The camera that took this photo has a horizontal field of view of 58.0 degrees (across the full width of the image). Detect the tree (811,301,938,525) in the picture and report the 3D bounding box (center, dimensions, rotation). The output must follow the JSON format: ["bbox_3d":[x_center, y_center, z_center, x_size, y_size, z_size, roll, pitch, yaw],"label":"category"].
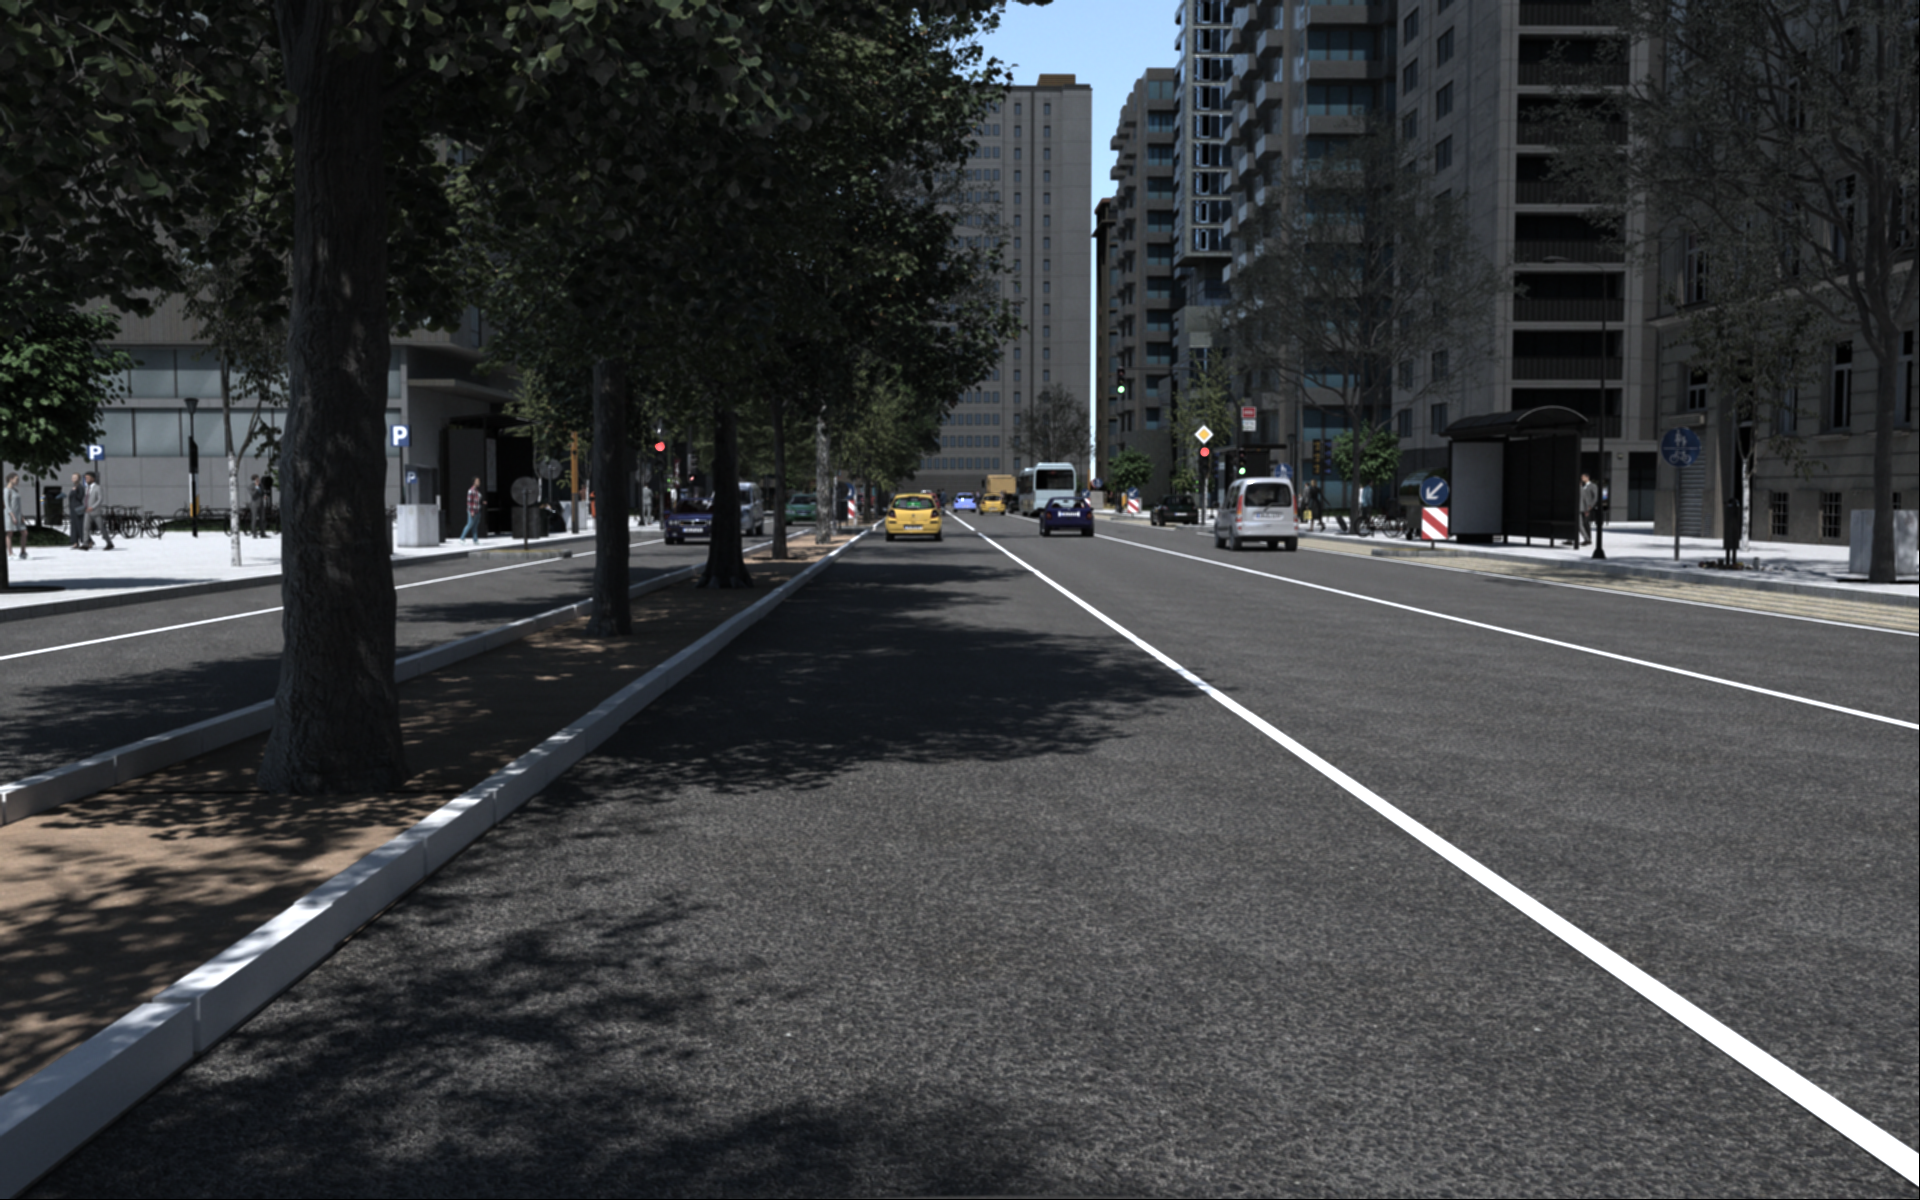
[{"bbox_3d":[-4.295,-9.349,81.074,9.928,11.665,9.643,0,3,0],"label":"tree"}]

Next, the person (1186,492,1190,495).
[{"bbox_3d":[14.720,-6.476,112.207,0.850,1.792,0.678,-1,4,-9],"label":"person"}]

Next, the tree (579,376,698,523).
[{"bbox_3d":[-13.532,-7.580,74.290,4.737,8.622,4.395,0,3,0],"label":"tree"}]

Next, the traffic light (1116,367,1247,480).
[{"bbox_3d":[7.941,-5.343,62.033,4.771,5.953,1.251,0,4,-1],"label":"traffic light"}]

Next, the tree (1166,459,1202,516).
[{"bbox_3d":[11.807,-5.897,91.017,1.663,3.219,1.824,0,3,0],"label":"tree"}]

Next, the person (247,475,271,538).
[{"bbox_3d":[-20.344,-2.721,50.332,0.447,1.846,0.655,2,4,26],"label":"person"}]

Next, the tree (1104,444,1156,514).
[{"bbox_3d":[11.074,-7.884,112.624,4.285,4.588,4.351,0,3,0],"label":"tree"}]

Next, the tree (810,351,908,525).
[{"bbox_3d":[-4.430,-7.396,73.743,4.737,8.622,4.395,0,3,0],"label":"tree"}]

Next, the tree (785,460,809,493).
[{"bbox_3d":[-15.368,-10.815,160.532,4.285,4.588,4.351,0,3,0],"label":"tree"}]

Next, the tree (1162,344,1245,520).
[{"bbox_3d":[12.076,-8.249,85.234,4.737,8.622,4.395,0,3,0],"label":"tree"}]

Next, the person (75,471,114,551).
[{"bbox_3d":[-19.636,-2.017,39.292,0.678,1.792,0.850,2,4,30],"label":"person"}]

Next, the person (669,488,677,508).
[{"bbox_3d":[-14.677,-4.987,87.678,0.679,1.850,0.850,0,4,-7],"label":"person"}]

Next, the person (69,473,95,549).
[{"bbox_3d":[-20.591,-2.080,40.480,0.576,1.772,0.534,1,4,19],"label":"person"}]

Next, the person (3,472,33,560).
[{"bbox_3d":[-18.451,-1.634,33.757,0.522,1.701,0.512,0,4,-6],"label":"person"}]

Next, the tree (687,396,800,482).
[{"bbox_3d":[-14.736,-11.122,116.253,8.767,10.594,7.601,0,4,6],"label":"tree"}]

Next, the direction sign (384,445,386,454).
[{"bbox_3d":[-23.334,-4.763,69.873,0.379,3.537,0.876,0,4,3],"label":"direction sign"}]

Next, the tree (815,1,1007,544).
[{"bbox_3d":[-5.121,-11.684,49.379,12.611,20.169,13.585,0,3,0],"label":"tree"}]

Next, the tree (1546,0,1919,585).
[{"bbox_3d":[13.315,-6.995,24.739,12.009,13.543,11.850,0,3,0],"label":"tree"}]

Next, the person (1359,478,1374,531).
[{"bbox_3d":[13.940,-3.272,59.562,0.620,1.820,0.660,-1,4,-16],"label":"person"}]

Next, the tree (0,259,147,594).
[{"bbox_3d":[-12.566,-2.391,22.799,4.285,4.588,4.351,0,3,0],"label":"tree"}]

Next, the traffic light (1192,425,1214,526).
[{"bbox_3d":[9.850,-4.972,70.205,0.839,4.253,0.868,0,4,-1],"label":"traffic light"}]

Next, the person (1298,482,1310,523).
[{"bbox_3d":[15.084,-4.256,75.807,0.592,1.802,0.473,-2,4,-29],"label":"person"}]

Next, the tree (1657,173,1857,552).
[{"bbox_3d":[17.353,-5.357,37.953,4.360,8.622,3.978,0,3,0],"label":"tree"}]

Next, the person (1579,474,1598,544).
[{"bbox_3d":[15.959,-2.318,44.125,0.473,1.802,0.592,0,4,4],"label":"person"}]

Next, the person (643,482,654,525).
[{"bbox_3d":[-12.991,-4.023,71.999,0.511,1.800,0.466,0,4,5],"label":"person"}]

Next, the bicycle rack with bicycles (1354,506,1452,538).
[{"bbox_3d":[13.499,-2.306,51.093,2.852,0.926,2.925,-2,4,-35],"label":"bicycle rack with bicycles"}]

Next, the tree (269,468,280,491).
[{"bbox_3d":[-27.535,-4.673,71.013,1.663,3.219,1.824,0,3,0],"label":"tree"}]

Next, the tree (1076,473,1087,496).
[{"bbox_3d":[10.351,-9.765,154.257,1.663,3.219,1.824,0,3,0],"label":"tree"}]

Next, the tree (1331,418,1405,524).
[{"bbox_3d":[17.642,-5.586,75.038,4.285,4.588,4.351,0,3,0],"label":"tree"}]

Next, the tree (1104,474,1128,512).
[{"bbox_3d":[13.065,-9.169,144.508,1.663,3.219,1.824,0,3,0],"label":"tree"}]

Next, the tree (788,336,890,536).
[{"bbox_3d":[-4.275,-6.484,58.834,4.360,8.622,3.978,0,3,0],"label":"tree"}]

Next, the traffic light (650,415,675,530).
[{"bbox_3d":[-10.625,-4.454,61.739,0.839,4.253,0.868,0,4,-1],"label":"traffic light"}]

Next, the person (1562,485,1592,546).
[{"bbox_3d":[15.309,-2.242,42.976,0.850,1.792,0.678,3,5,45],"label":"person"}]

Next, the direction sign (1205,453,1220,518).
[{"bbox_3d":[13.265,-6.061,91.092,0.876,3.537,0.379,2,4,32],"label":"direction sign"}]

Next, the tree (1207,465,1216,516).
[{"bbox_3d":[14.349,-6.467,100.336,1.663,3.219,1.824,0,3,0],"label":"tree"}]

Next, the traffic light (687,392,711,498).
[{"bbox_3d":[-8.717,-5.819,69.805,4.771,5.953,1.251,0,4,-1],"label":"traffic light"}]

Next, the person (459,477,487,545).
[{"bbox_3d":[-12.242,-2.242,43.530,0.643,1.720,0.563,0,4,5],"label":"person"}]

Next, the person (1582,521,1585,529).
[{"bbox_3d":[21.302,-3.292,59.970,0.679,1.850,0.850,-3,4,-39],"label":"person"}]

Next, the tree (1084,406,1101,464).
[{"bbox_3d":[10.098,-16.958,187.634,12.009,13.543,11.850,0,3,0],"label":"tree"}]

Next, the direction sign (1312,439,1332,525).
[{"bbox_3d":[14.926,-4.861,71.471,0.876,3.537,0.379,-1,4,-21],"label":"direction sign"}]

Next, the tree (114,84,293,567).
[{"bbox_3d":[-12.571,-4.895,30.388,4.360,8.622,3.978,0,3,0],"label":"tree"}]

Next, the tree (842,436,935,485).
[{"bbox_3d":[-5.954,-11.755,129.066,8.767,10.594,7.601,0,4,-1],"label":"tree"}]

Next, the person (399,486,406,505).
[{"bbox_3d":[-15.855,-2.678,49.806,0.794,1.824,0.713,-2,4,-24],"label":"person"}]

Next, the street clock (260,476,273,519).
[{"bbox_3d":[-27.702,-3.956,69.255,0.358,2.002,0.471,1,4,19],"label":"street clock"}]

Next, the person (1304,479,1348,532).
[{"bbox_3d":[12.490,-3.233,59.112,1.509,1.804,0.699,0,4,7],"label":"person"}]

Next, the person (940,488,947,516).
[{"bbox_3d":[-1.078,-6.270,111.196,0.419,1.800,0.721,1,4,23],"label":"person"}]

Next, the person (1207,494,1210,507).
[{"bbox_3d":[18.876,-7.751,133.113,0.601,1.785,0.444,2,4,35],"label":"person"}]

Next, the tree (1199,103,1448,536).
[{"bbox_3d":[12.472,-8.776,53.850,12.009,13.543,11.850,0,3,0],"label":"tree"}]

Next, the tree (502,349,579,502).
[{"bbox_3d":[-20.256,-8.139,83.427,4.737,8.622,4.395,0,3,0],"label":"tree"}]

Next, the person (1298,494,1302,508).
[{"bbox_3d":[20.976,-5.895,106.701,0.425,1.301,0.394,3,5,41],"label":"person"}]

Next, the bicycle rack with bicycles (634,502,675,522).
[{"bbox_3d":[-13.894,-4.113,80.626,2.925,0.926,2.852,-1,4,-21],"label":"bicycle rack with bicycles"}]

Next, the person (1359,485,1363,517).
[{"bbox_3d":[20.676,-5.087,89.093,0.514,1.842,0.818,1,4,8],"label":"person"}]

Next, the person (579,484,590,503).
[{"bbox_3d":[-20.413,-5.405,94.396,0.573,1.828,0.580,1,4,19],"label":"person"}]
